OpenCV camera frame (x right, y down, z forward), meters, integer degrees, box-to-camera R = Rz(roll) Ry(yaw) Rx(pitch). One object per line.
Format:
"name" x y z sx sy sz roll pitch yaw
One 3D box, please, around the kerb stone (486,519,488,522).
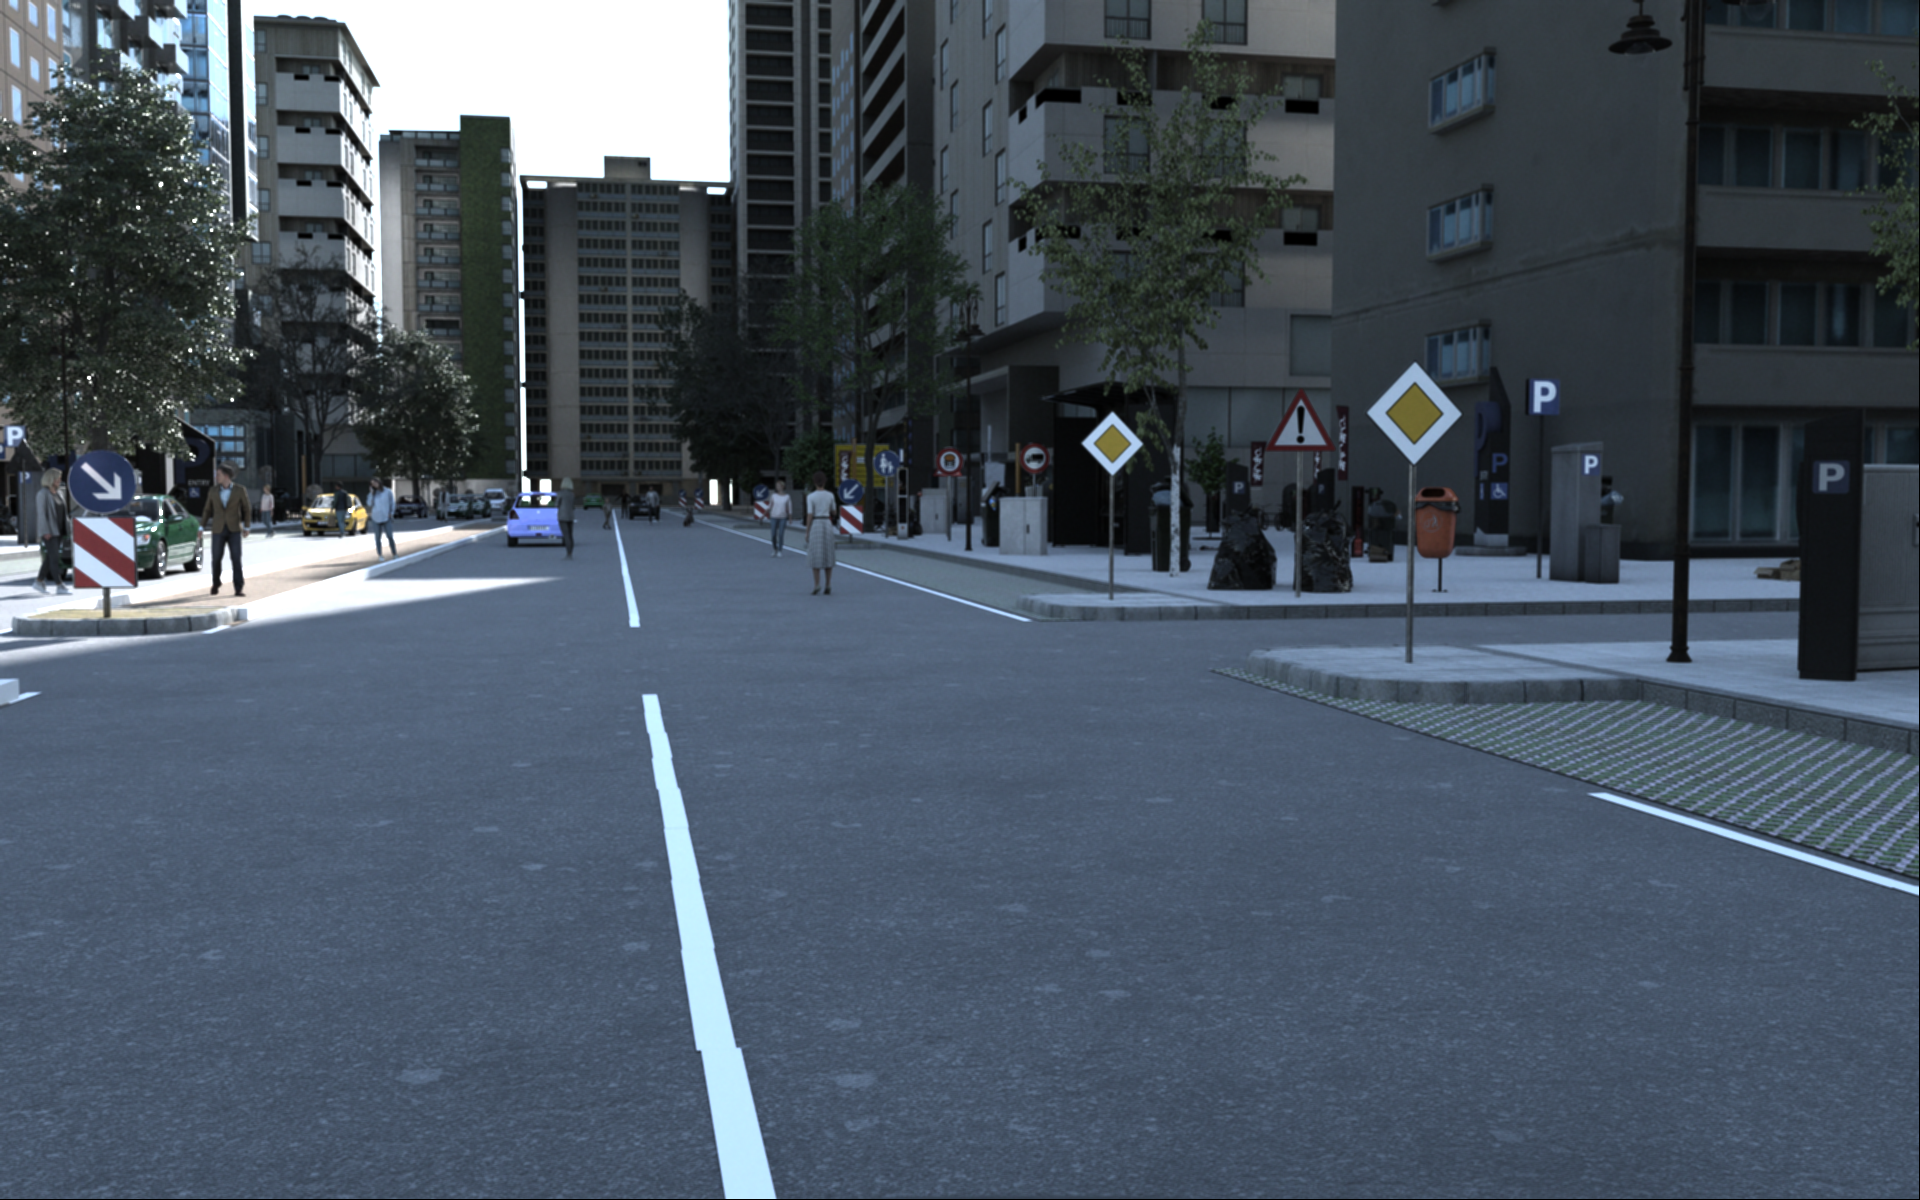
"kerb stone" -23.675 -3.901 85.980 0.120 0.150 1.000 -1 4 -11

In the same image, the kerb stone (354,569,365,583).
"kerb stone" -9.823 -0.361 28.090 0.120 0.150 1.000 -1 4 -11

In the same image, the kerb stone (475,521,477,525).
"kerb stone" -22.250 -3.471 78.943 0.120 0.150 1.000 -1 4 -11

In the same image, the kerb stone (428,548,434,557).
"kerb stone" -12.060 -1.038 39.166 0.120 0.150 1.000 -1 4 -11

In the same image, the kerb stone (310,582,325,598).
"kerb stone" -9.012 -0.115 24.072 0.120 0.150 1.000 -1 4 -11

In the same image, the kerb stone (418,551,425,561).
"kerb stone" -11.659 -0.915 37.161 0.120 0.150 1.000 -1 4 -11

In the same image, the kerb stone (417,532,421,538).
"kerb stone" -17.578 -2.054 55.836 0.120 0.150 1.000 -1 4 -11

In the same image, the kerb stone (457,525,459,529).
"kerb stone" -20.421 -2.916 69.896 0.120 0.150 1.000 -1 4 -11

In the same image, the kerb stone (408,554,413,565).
"kerb stone" -11.265 -0.790 35.154 0.120 0.150 1.000 -1 4 -11

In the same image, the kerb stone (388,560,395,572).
"kerb stone" -10.645 -0.607 32.126 0.120 0.150 1.000 -1 4 -11

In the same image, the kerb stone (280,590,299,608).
"kerb stone" -8.610 0.008 22.064 0.120 0.150 1.000 -1 4 -11

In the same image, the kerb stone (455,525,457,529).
"kerb stone" -20.222 -2.856 68.893 0.120 0.150 1.000 -1 4 -11

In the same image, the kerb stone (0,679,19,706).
"kerb stone" -6.490 0.653 11.519 0.120 0.150 1.000 -1 4 -11

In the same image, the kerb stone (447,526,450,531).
"kerb stone" -19.610 -2.672 65.888 0.120 0.150 1.000 -1 4 -11

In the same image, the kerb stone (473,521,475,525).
"kerb stone" -22.055 -3.401 77.940 0.120 0.150 1.000 -1 4 -11

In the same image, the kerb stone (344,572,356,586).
"kerb stone" -9.628 -0.299 27.086 0.120 0.150 1.000 -1 4 -11

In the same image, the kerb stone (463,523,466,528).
"kerb stone" -21.028 -3.100 72.911 0.120 0.150 1.000 -1 4 -11

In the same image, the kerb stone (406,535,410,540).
"kerb stone" -16.978 -1.871 52.821 0.120 0.150 1.000 -1 4 -11

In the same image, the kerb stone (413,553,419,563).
"kerb stone" -11.456 -0.854 36.159 0.120 0.150 1.000 -1 4 -11

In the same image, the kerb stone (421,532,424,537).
"kerb stone" -17.784 -2.117 56.837 0.120 0.150 1.000 -1 4 -11

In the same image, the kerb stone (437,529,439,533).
"kerb stone" -18.798 -2.426 61.865 0.120 0.150 1.000 -1 4 -11

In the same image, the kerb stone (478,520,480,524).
"kerb stone" -22.652 -3.594 80.955 0.120 0.150 1.000 -1 4 -11

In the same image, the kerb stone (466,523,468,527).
"kerb stone" -21.232 -3.159 73.926 0.120 0.150 1.000 -1 4 -11

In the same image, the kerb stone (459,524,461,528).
"kerb stone" -20.621 -2.979 70.904 0.120 0.150 1.000 -1 4 -11

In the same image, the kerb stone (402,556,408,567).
"kerb stone" -11.049 -0.726 34.136 0.120 0.150 1.000 -1 4 -11

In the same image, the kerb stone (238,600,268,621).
"kerb stone" -8.206 0.131 20.053 0.120 0.150 1.000 -1 4 -11

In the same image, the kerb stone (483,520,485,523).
"kerb stone" -23.264 -3.777 83.970 0.120 0.150 1.000 -1 4 -11

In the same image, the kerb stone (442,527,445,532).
"kerb stone" -19.208 -2.550 63.883 0.120 0.150 1.000 -1 4 -11

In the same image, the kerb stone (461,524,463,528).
"kerb stone" -20.827 -3.040 71.906 0.120 0.150 1.000 -1 4 -11

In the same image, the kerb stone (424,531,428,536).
"kerb stone" -17.980 -2.180 57.841 0.120 0.150 1.000 -1 4 -11

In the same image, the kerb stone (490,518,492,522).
"kerb stone" -24.284 -4.085 88.993 0.120 0.150 1.000 -1 4 -11

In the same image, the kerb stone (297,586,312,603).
"kerb stone" -8.810 -0.050 23.070 0.120 0.150 1.000 -1 4 -11

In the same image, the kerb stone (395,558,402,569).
"kerb stone" -10.848 -0.669 33.132 0.120 0.150 1.000 -1 4 -11

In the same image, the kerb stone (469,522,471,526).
"kerb stone" -21.636 -3.286 75.933 0.120 0.150 1.000 -1 4 -11

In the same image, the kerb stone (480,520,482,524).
"kerb stone" -22.858 -3.651 81.957 0.120 0.150 1.000 -1 4 -11

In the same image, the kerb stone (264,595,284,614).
"kerb stone" -8.410 0.071 21.055 0.120 0.150 1.000 -1 4 -11

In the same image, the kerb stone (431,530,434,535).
"kerb stone" -18.390 -2.302 59.851 0.120 0.150 1.000 -1 4 -11

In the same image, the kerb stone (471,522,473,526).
"kerb stone" -21.846 -3.345 76.934 0.120 0.150 1.000 -1 4 -11

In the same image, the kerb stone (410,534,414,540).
"kerb stone" -17.173 -1.935 53.829 0.120 0.150 1.000 -1 4 -11

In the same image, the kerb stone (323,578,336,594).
"kerb stone" -9.212 -0.176 25.076 0.120 0.150 1.000 -1 4 -11

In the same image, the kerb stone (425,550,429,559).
"kerb stone" -11.867 -0.977 38.162 0.120 0.150 1.000 -1 4 -11

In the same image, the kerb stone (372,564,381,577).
"kerb stone" -10.234 -0.484 30.114 0.120 0.150 1.000 -1 4 -11

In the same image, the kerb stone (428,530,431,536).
"kerb stone" -18.191 -2.242 58.846 0.120 0.150 1.000 -1 4 -11

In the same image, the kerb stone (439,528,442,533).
"kerb stone" -18.995 -2.488 62.868 0.120 0.150 1.000 -1 4 -11

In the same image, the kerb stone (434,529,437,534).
"kerb stone" -18.594 -2.365 60.856 0.120 0.150 1.000 -1 4 -11

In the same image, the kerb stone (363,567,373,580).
"kerb stone" -10.031 -0.422 29.103 0.120 0.150 1.000 -1 4 -11

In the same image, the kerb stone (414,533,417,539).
"kerb stone" -17.374 -1.996 54.833 0.120 0.150 1.000 -1 4 -11

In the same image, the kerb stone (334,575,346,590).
"kerb stone" -9.429 -0.237 26.075 0.120 0.150 1.000 -1 4 -11

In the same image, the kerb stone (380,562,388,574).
"kerb stone" -10.443 -0.546 31.118 0.120 0.150 1.000 -1 4 -11

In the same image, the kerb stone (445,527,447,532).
"kerb stone" -19.411 -2.611 64.885 0.120 0.150 1.000 -1 4 -11

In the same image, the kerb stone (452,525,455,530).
"kerb stone" -20.015 -2.795 67.892 0.120 0.150 1.000 -1 4 -11

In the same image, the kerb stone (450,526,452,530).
"kerb stone" -19.810 -2.734 66.890 0.120 0.150 1.000 -1 4 -11
